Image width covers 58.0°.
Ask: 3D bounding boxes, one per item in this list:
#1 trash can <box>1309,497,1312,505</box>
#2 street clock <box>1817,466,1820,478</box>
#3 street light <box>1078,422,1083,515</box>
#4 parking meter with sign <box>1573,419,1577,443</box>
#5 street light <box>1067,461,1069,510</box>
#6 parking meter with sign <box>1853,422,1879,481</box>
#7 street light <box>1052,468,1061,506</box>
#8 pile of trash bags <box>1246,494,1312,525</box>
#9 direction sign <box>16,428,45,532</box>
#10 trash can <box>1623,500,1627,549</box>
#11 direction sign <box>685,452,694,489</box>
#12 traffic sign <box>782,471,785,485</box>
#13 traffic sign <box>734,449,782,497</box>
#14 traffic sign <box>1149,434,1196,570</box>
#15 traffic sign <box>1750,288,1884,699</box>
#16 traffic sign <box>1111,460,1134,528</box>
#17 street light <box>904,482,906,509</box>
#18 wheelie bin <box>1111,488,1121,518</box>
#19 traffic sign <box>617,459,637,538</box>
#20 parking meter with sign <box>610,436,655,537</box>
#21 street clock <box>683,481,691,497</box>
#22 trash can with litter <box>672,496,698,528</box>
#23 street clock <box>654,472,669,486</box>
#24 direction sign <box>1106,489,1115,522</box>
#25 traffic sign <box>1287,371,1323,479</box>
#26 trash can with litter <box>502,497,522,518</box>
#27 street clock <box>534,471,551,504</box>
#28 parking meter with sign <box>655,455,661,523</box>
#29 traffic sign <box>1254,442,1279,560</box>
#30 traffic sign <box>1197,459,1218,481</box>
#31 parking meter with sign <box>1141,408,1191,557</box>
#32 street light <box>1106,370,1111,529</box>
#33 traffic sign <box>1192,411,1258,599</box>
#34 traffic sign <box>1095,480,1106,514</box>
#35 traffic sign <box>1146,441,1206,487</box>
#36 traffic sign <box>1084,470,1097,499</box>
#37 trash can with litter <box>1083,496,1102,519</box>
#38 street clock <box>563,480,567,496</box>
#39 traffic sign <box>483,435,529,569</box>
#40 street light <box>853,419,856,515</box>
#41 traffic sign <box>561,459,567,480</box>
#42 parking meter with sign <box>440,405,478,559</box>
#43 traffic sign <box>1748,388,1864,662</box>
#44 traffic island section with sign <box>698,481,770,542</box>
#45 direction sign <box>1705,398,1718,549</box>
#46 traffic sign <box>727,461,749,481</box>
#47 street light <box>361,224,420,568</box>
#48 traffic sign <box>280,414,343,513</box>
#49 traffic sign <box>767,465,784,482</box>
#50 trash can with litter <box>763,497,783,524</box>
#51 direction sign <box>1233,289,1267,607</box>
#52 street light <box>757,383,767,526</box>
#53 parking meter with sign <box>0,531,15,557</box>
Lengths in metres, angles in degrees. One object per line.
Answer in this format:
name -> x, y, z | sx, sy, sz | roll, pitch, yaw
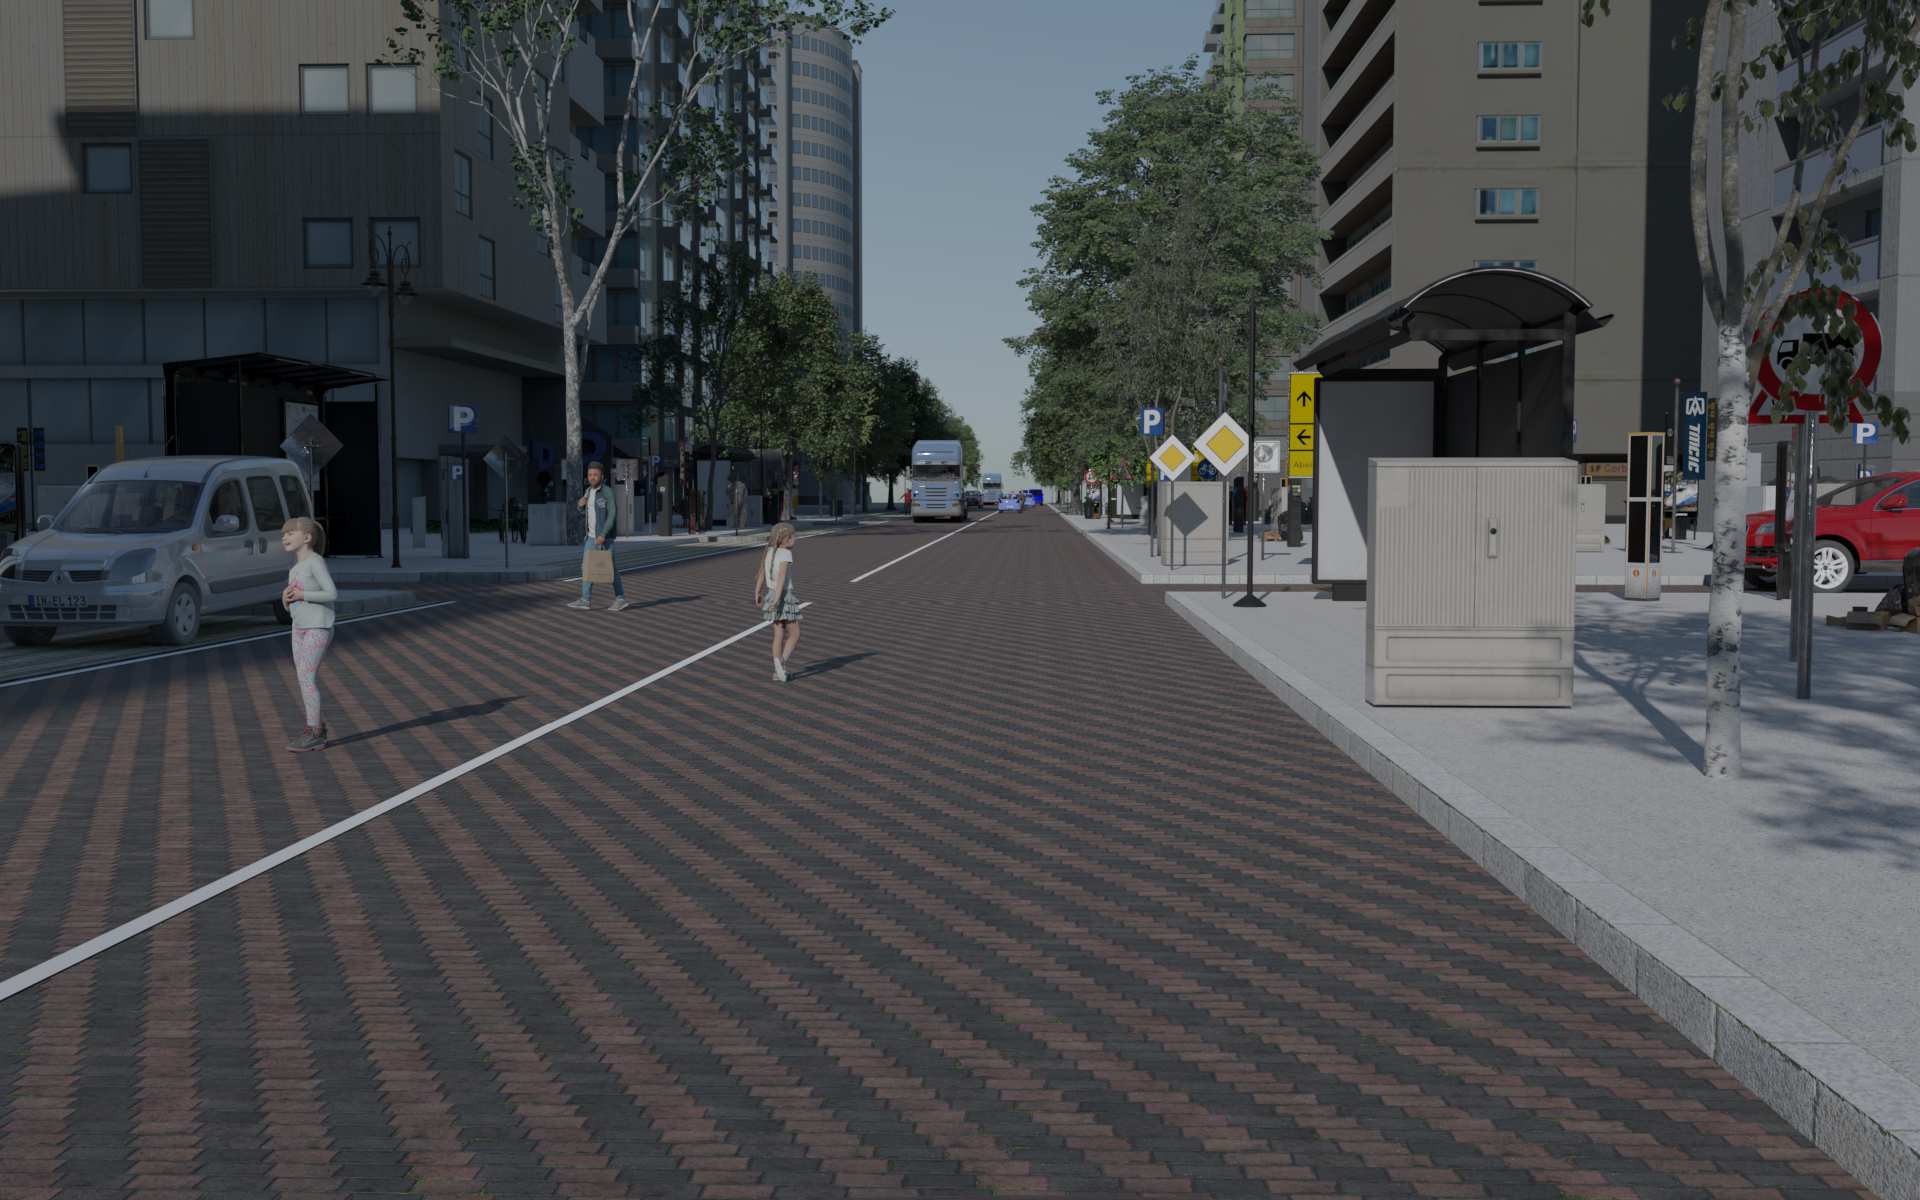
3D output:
trash can -> 16.978, -4.336, 82.542 | 0.748, 1.137, 0.748 | 0, 3, 0
street clock -> 21.425, -2.384, 43.556 | 0.358, 2.002, 0.471 | 1, 4, 13
street light -> 7.290, -8.011, 103.765 | 0.468, 5.910, 1.993 | 0, 4, 2
parking meter with sign -> 13.526, -2.722, 40.763 | 1.738, 3.016, 0.543 | 2, 4, 31
street light -> 8.679, -10.185, 139.308 | 0.468, 5.910, 1.993 | 0, 4, 2
parking meter with sign -> 22.411, -2.848, 42.819 | 0.543, 3.016, 1.738 | 2, 4, 31
street light -> 12.383, -15.285, 222.697 | 0.468, 5.910, 1.993 | 0, 4, 2
pile of trash bags -> 13.275, -3.866, 72.954 | 3.447, 1.369, 1.912 | 0, 4, -1
direction sign -> -31.666, -4.104, 59.092 | 0.876, 3.537, 0.379 | 0, 4, -7
trash can -> 15.130, -1.645, 38.542 | 0.748, 1.137, 0.748 | 0, 3, 0
direction sign -> -14.328, -6.138, 92.347 | 0.876, 3.537, 0.379 | 0, 4, 4
traffic sign -> -9.455, -5.730, 93.791 | 0.768, 2.556, 0.104 | 0, 4, 8
traffic sign -> -9.174, -5.185, 78.654 | 2.265, 3.308, 0.079 | 1, 4, 10
traffic sign -> 3.569, -1.559, 29.139 | 0.795, 2.450, 0.064 | 0, 4, 2
traffic sign -> 5.286, -0.652, 10.774 | 0.768, 2.556, 0.104 | 1, 4, 11
traffic sign -> 6.148, -4.001, 65.428 | 0.884, 2.594, 0.081 | 1, 4, 12
street light -> -4.679, -10.685, 147.488 | 0.468, 5.910, 1.993 | 0, 4, 2
wheelie bin -> 8.296, -5.102, 91.325 | 0.980, 1.594, 0.693 | 2, 4, 30
traffic sign -> -9.708, -2.959, 50.502 | 0.606, 2.300, 0.079 | 0, 4, 3
parking meter with sign -> -10.183, -3.422, 52.205 | 1.738, 3.016, 0.543 | -1, 4, -10
street clock -> -14.733, -5.455, 93.765 | 0.358, 2.002, 0.471 | 2, 4, 30
trash can with litter -> -10.376, -3.343, 65.721 | 1.678, 1.210, 2.233 | -1, 4, -17
street clock -> -9.583, -3.130, 55.739 | 0.471, 2.002, 0.358 | -3, 5, -40
direction sign -> 6.912, -5.349, 79.450 | 0.379, 3.537, 0.876 | 0, 4, -1
traffic sign -> 6.550, -2.125, 28.616 | 2.265, 3.308, 0.079 | 1, 4, 10
trash can with litter -> -16.414, -3.135, 62.647 | 0.624, 1.170, 1.055 | 3, 4, 38
street clock -> -13.090, -3.044, 54.340 | 0.471, 2.002, 0.358 | -3, 5, -44
parking meter with sign -> -13.949, -4.970, 77.527 | 0.543, 3.016, 1.738 | -2, 4, -32
traffic sign -> 5.859, -1.916, 33.463 | 0.606, 2.300, 0.079 | 1, 4, 9
traffic sign -> 8.831, -3.774, 61.803 | 0.768, 2.556, 0.104 | 1, 4, 8
parking meter with sign -> 4.455, -2.420, 35.829 | 0.543, 3.016, 1.738 | 3, 5, 41
street light -> 5.476, -5.553, 63.581 | 0.468, 5.910, 1.993 | 0, 4, 2
traffic sign -> 3.227, -1.071, 21.161 | 0.795, 2.450, 0.064 | 0, 4, 2
traffic sign -> 7.325, -5.546, 90.681 | 0.884, 2.594, 0.081 | 1, 4, 9
traffic sign -> 8.147, -4.376, 65.427 | 2.265, 3.308, 0.079 | 0, 4, 6
traffic sign -> 6.835, -5.494, 89.934 | 0.768, 2.556, 0.104 | 0, 4, 5
trash can with litter -> 6.816, -4.727, 88.668 | 1.055, 1.170, 0.624 | 3, 5, 43
street clock -> -14.943, -3.778, 66.339 | 0.471, 2.002, 0.358 | 2, 4, 32
traffic sign -> -7.764, -1.590, 29.643 | 0.795, 2.450, 0.064 | 0, 4, 2
street light -> -6.470, -8.174, 106.427 | 0.468, 5.910, 1.993 | 0, 4, 2
traffic sign -> -11.222, -2.934, 50.099 | 0.606, 2.300, 0.079 | 0, 4, 4
parking meter with sign -> -10.116, -2.355, 34.759 | 0.543, 3.016, 1.738 | -2, 4, -27
traffic sign -> 6.378, -0.805, 13.172 | 0.884, 2.594, 0.081 | 0, 4, 6
traffic island section with sign -> -6.802, -2.689, 52.590 | 1.989, 1.847, 2.006 | 0, 4, 2
direction sign -> 17.730, -2.973, 40.610 | 0.379, 3.537, 0.876 | 0, 4, -5
traffic sign -> -8.871, -4.224, 69.066 | 0.884, 2.594, 0.081 | 0, 4, 5
street light -> -9.825, -3.500, 30.009 | 0.468, 5.910, 1.993 | 0, 4, 2
traffic sign -> -8.106, -1.102, 21.665 | 0.795, 2.450, 0.064 | 0, 4, 2
traffic sign -> -8.040, -4.615, 75.554 | 0.768, 2.556, 0.104 | 0, 4, 3
trash can with litter -> -8.059, -3.830, 74.000 | 0.624, 1.170, 1.055 | 2, 4, 34
direction sign -> 3.306, -1.692, 19.657 | 0.379, 3.537, 0.876 | 1, 4, 10
street light -> -8.048, -5.958, 70.195 | 0.468, 5.910, 1.993 | 0, 4, 2
parking meter with sign -> -11.623, -1.417, 19.421 | 1.738, 3.016, 0.543 | -1, 4, -15
